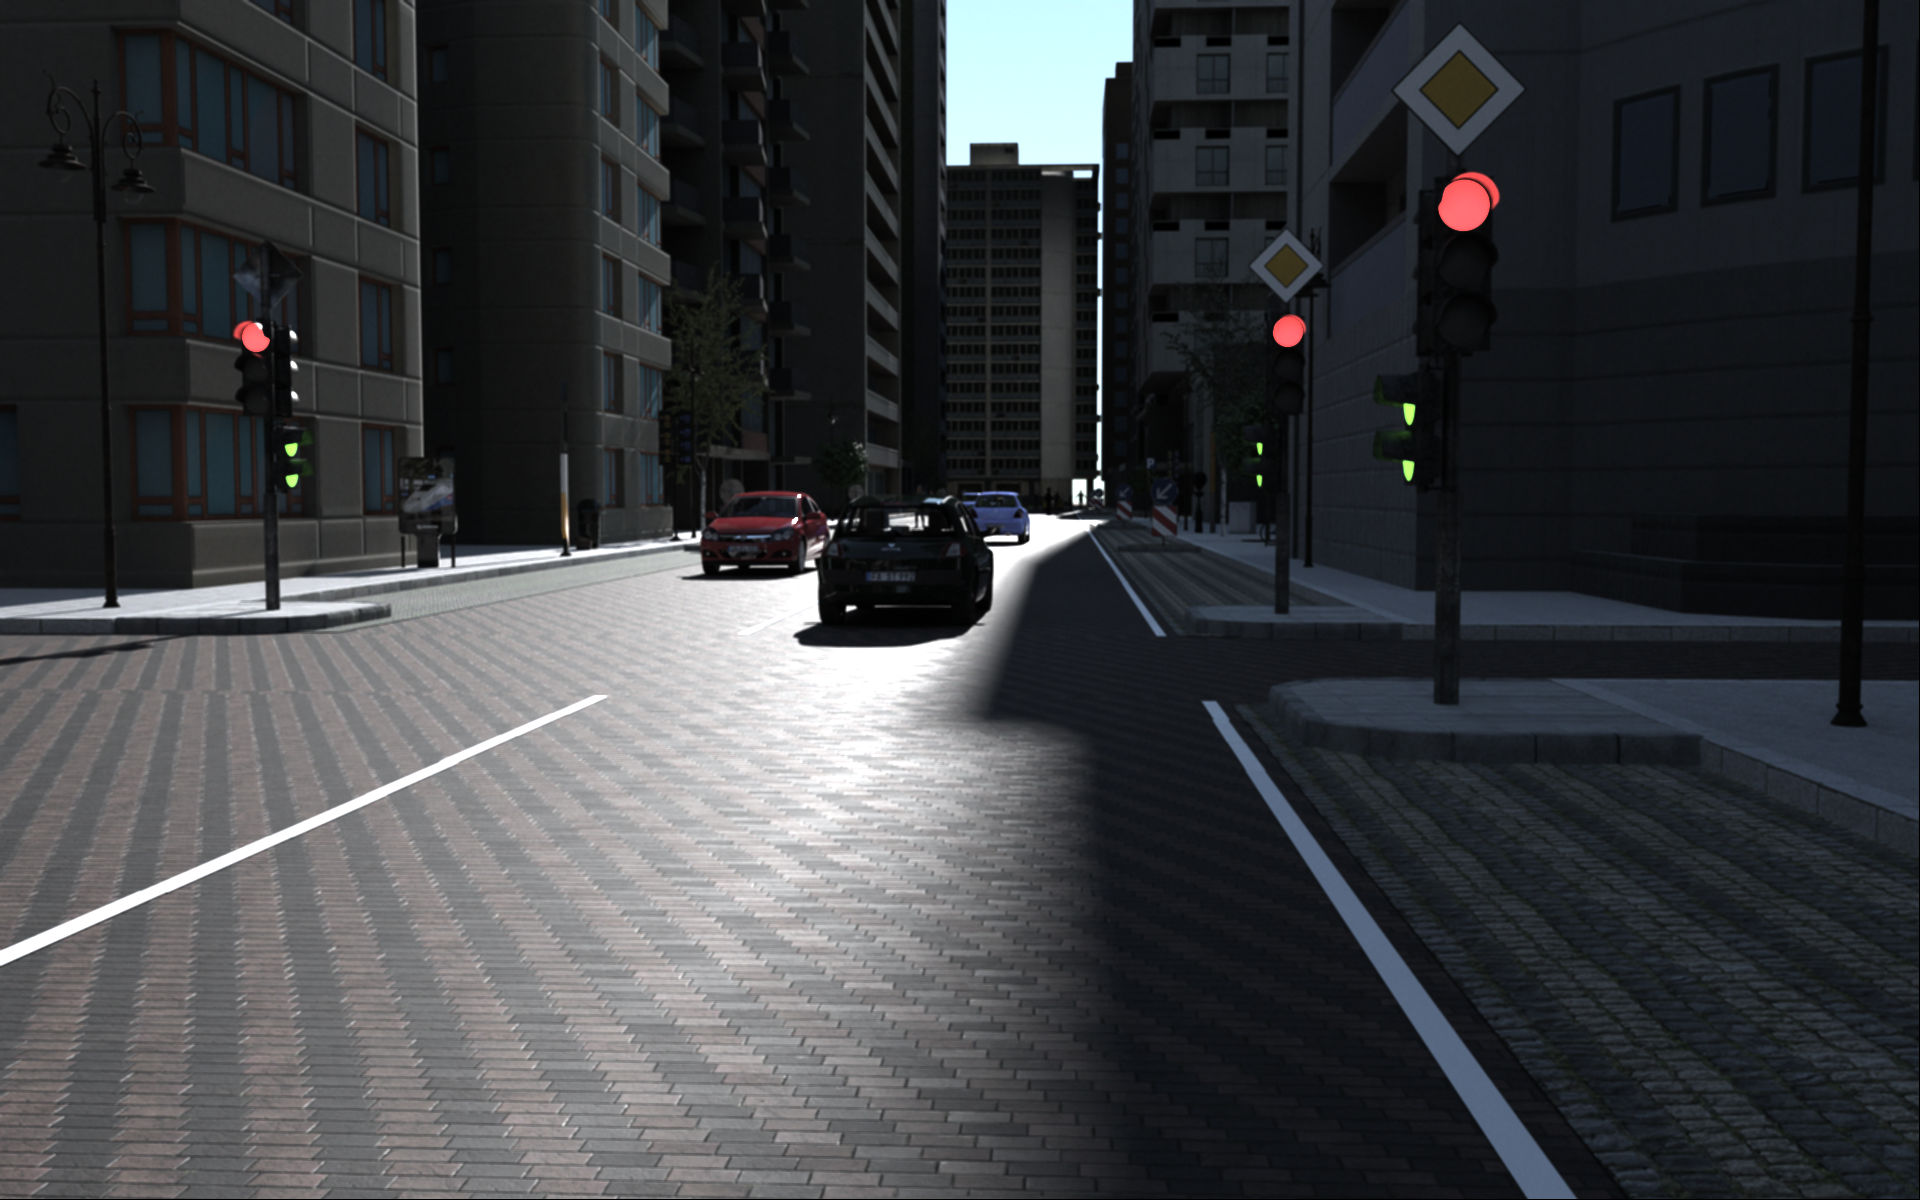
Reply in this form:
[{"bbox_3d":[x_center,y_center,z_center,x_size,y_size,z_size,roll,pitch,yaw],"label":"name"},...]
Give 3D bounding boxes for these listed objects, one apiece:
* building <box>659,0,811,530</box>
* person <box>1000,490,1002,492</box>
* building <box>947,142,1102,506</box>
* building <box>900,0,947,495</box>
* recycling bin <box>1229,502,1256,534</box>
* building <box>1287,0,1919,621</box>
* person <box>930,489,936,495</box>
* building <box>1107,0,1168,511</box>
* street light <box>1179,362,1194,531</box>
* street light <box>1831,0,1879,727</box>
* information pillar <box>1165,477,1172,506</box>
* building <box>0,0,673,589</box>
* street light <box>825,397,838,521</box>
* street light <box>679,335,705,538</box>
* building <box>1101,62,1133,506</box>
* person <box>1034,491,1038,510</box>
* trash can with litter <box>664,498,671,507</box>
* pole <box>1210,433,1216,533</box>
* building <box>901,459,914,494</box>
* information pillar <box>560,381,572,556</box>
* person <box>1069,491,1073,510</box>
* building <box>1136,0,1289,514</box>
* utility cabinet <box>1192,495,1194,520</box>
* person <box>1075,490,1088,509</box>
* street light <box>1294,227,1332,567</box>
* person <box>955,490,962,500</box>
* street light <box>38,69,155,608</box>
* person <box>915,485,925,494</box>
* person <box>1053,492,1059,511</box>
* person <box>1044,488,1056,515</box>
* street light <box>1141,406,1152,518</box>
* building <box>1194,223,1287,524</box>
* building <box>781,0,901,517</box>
[{"bbox_3d":[-18.495,-25.640,73.833,22.147,44.769,28.867,0,4,3],"label":"building"},{"bbox_3d":[3.163,-7.757,136.041,1.217,1.735,0.721,-1,4,-12],"label":"person"},{"bbox_3d":[3.745,-30.722,194.177,23.993,40.220,32.217,0,4,3],"label":"building"},{"bbox_3d":[-15.505,-37.784,159.770,28.212,58.520,21.231,0,4,3],"label":"building"},{"bbox_3d":[9.117,-2.650,55.875,0.722,1.027,0.722,2,4,27],"label":"recycling bin"},{"bbox_3d":[20.262,-29.527,24.766,28.212,58.520,21.231,0,4,3],"label":"building"},{"bbox_3d":[-1.786,-6.203,110.726,0.445,1.727,0.742,1,4,19],"label":"person"},{"bbox_3d":[24.049,-43.964,157.063,20.563,71.187,20.611,0,4,3],"label":"building"},{"bbox_3d":[7.961,-5.387,60.866,0.468,5.910,1.993,0,4,3],"label":"street light"},{"bbox_3d":[4.937,-2.242,9.441,0.468,5.910,1.993,0,4,3],"label":"street light"},{"bbox_3d":[8.992,-4.297,74.740,0.304,2.012,0.304,1,4,10],"label":"information pillar"},{"bbox_3d":[-23.304,-11.799,37.949,27.650,21.520,28.899,0,4,3],"label":"building"},{"bbox_3d":[-5.967,-6.612,80.894,0.468,5.910,1.993,0,4,3],"label":"street light"},{"bbox_3d":[-7.780,-4.751,50.460,0.468,5.910,1.993,0,4,3],"label":"street light"},{"bbox_3d":[22.213,-32.585,182.882,14.200,45.320,14.600,0,4,3],"label":"building"},{"bbox_3d":[6.928,-9.162,159.100,0.445,1.727,0.742,-3,4,-36],"label":"person"},{"bbox_3d":[-9.304,-2.527,52.706,1.055,1.170,0.624,-1,4,-11],"label":"trash can with litter"},{"bbox_3d":[8.318,-3.857,56.900,0.158,3.312,0.155,0,3,0],"label":"pole"},{"bbox_3d":[-14.024,-42.023,125.336,20.563,71.187,20.611,0,4,3],"label":"building"},{"bbox_3d":[-8.162,-2.714,35.723,0.183,3.616,0.504,0,4,-5],"label":"information pillar"},{"bbox_3d":[9.630,-8.712,151.668,0.721,1.736,1.217,1,4,9],"label":"person"},{"bbox_3d":[25.582,-32.027,112.876,28.713,52.752,27.495,0,4,3],"label":"building"},{"bbox_3d":[11.765,-4.581,86.058,0.306,1.237,1.020,1,4,18],"label":"utility cabinet"},{"bbox_3d":[11.599,-9.634,165.983,1.348,1.831,0.705,-1,4,-16],"label":"person"},{"bbox_3d":[6.127,-3.517,30.283,0.468,5.910,1.993,0,4,3],"label":"street light"},{"bbox_3d":[0.016,-8.139,142.298,1.217,1.743,0.721,0,4,-2],"label":"person"},{"bbox_3d":[-9.625,-2.855,19.471,0.468,5.910,1.993,0,4,3],"label":"street light"},{"bbox_3d":[-1.649,-3.988,73.887,0.709,1.800,0.728,2,4,24],"label":"person"},{"bbox_3d":[8.040,-8.245,144.780,0.415,1.643,0.593,3,5,45],"label":"person"},{"bbox_3d":[6.016,-6.651,116.878,0.705,1.869,1.348,-2,4,-28],"label":"person"},{"bbox_3d":[9.819,-7.250,91.322,0.468,5.910,1.993,0,4,3],"label":"street light"},{"bbox_3d":[21.688,-46.086,66.185,22.319,86.520,31.000,0,4,3],"label":"building"},{"bbox_3d":[-15.211,-29.437,104.994,21.300,48.544,21.600,0,4,3],"label":"building"}]
